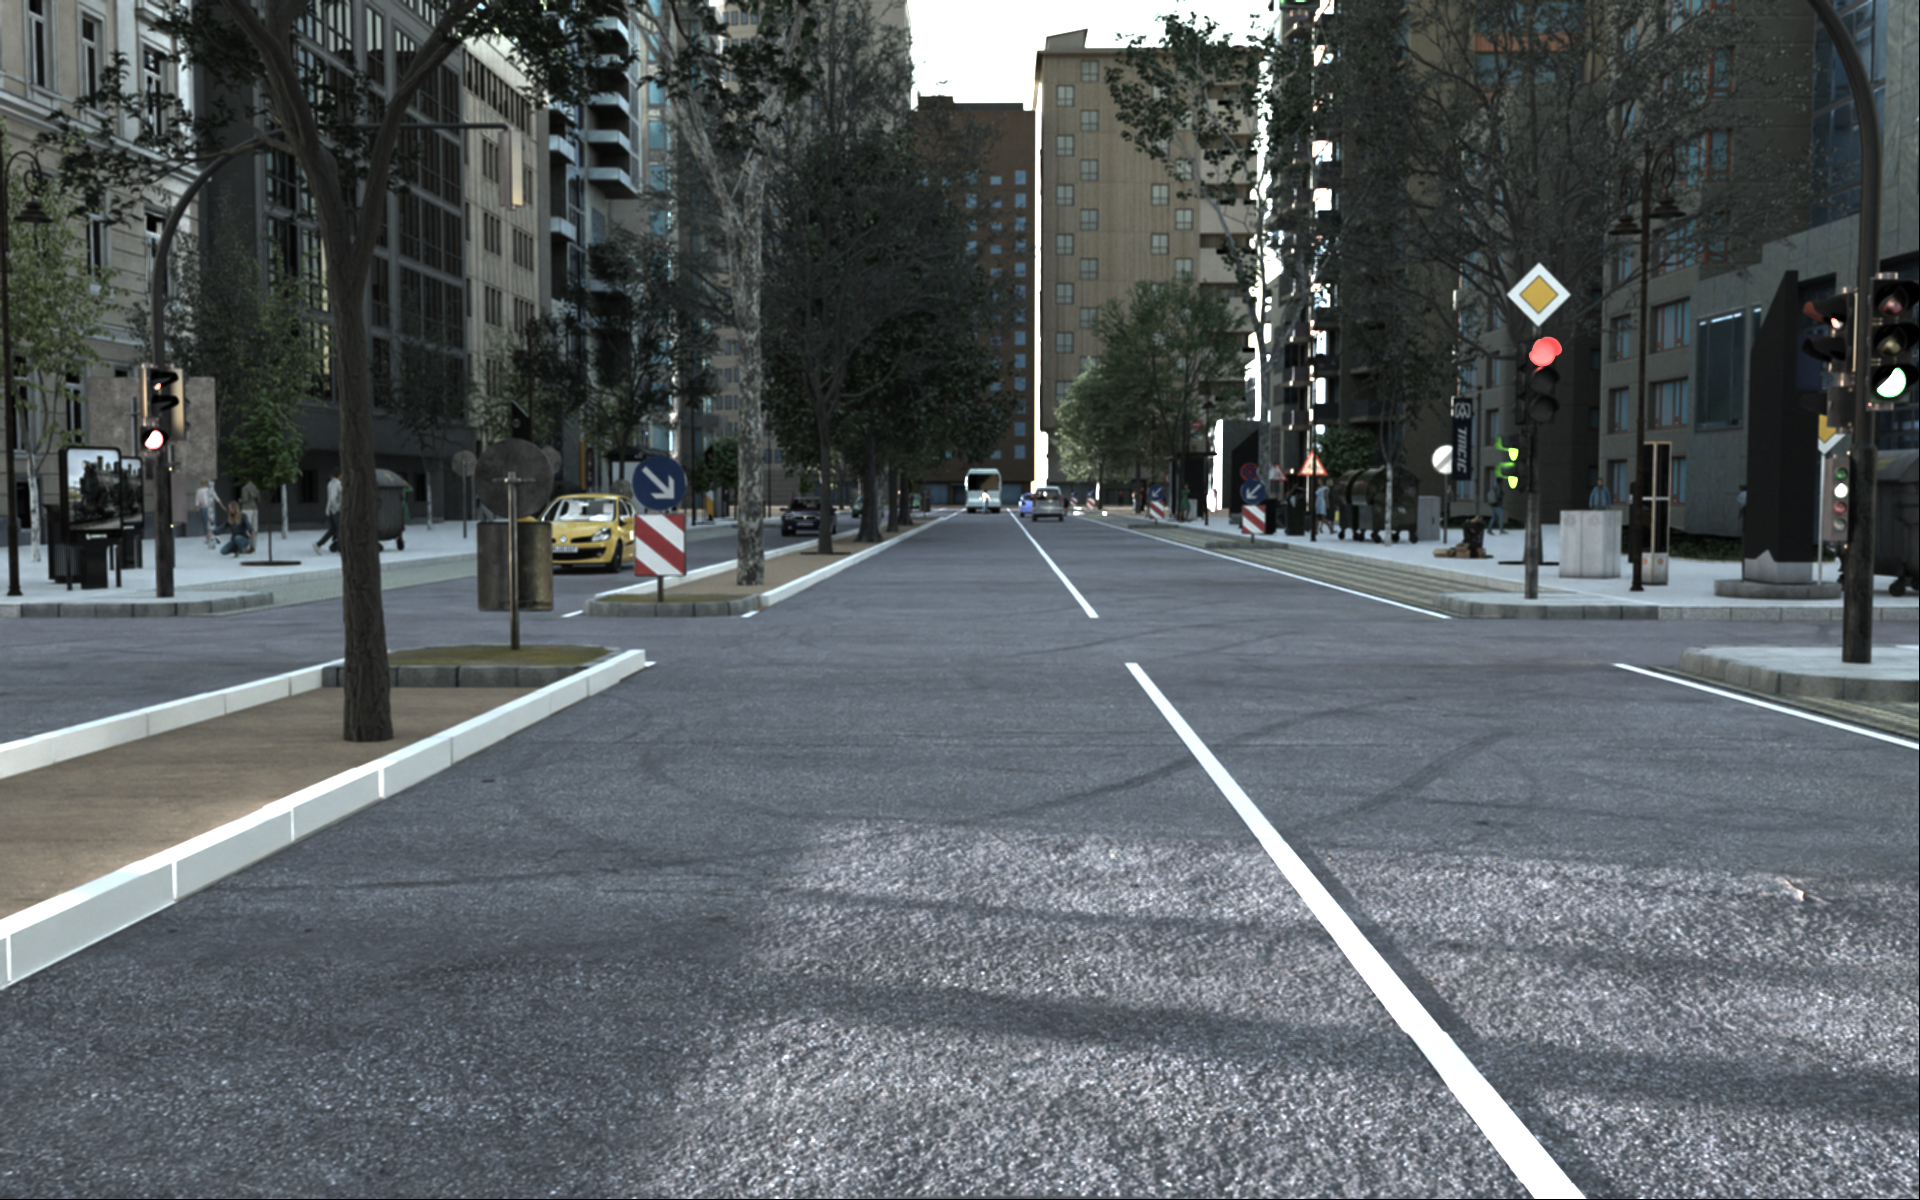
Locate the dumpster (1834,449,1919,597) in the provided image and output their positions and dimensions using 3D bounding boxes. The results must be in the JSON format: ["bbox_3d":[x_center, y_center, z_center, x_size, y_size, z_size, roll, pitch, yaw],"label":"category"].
[{"bbox_3d":[12.214,-1.008,22.234,1.264,1.857,1.865,0,4,1],"label":"dumpster"}]

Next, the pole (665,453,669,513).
[{"bbox_3d":[-14.479,-5.607,85.518,0.158,3.312,0.155,0,3,0],"label":"pole"}]

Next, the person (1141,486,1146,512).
[{"bbox_3d":[12.908,-7.109,122.244,0.705,1.831,1.348,3,4,38],"label":"person"}]

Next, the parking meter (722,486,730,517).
[{"bbox_3d":[-13.113,-5.577,96.900,0.399,1.863,0.255,-2,4,-32],"label":"parking meter"}]

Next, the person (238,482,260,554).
[{"bbox_3d":[-15.319,-1.875,37.255,0.362,1.759,0.519,1,4,17],"label":"person"}]

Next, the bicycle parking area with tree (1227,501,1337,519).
[{"bbox_3d":[17.848,-6.337,90.606,8.231,4.147,9.016,1,4,19],"label":"bicycle parking area with tree"}]

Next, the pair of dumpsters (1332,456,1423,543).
[{"bbox_3d":[11.288,-2.716,46.905,1.574,2.255,4.437,0,4,1],"label":"pair of dumpsters"}]

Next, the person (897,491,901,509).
[{"bbox_3d":[-5.812,-9.593,165.905,0.990,1.755,0.434,-1,4,-17],"label":"person"}]

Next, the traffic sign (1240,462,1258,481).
[{"bbox_3d":[11.615,-4.239,69.413,0.768,2.556,0.104,1,4,10],"label":"traffic sign"}]

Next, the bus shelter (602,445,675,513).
[{"bbox_3d":[-13.733,-4.914,74.262,2.014,3.302,5.546,0,4,1],"label":"bus shelter"}]

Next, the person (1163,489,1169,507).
[{"bbox_3d":[20.341,-10.145,172.603,1.217,1.739,0.721,-2,4,-23],"label":"person"}]

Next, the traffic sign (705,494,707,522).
[{"bbox_3d":[-11.730,-4.887,79.907,0.884,2.594,0.081,0,4,8],"label":"traffic sign"}]

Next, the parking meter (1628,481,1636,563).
[{"bbox_3d":[12.666,-1.459,32.273,0.372,1.533,0.369,0,3,0],"label":"parking meter"}]

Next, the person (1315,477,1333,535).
[{"bbox_3d":[11.335,-2.949,54.361,0.778,1.811,0.616,-2,4,-24],"label":"person"}]

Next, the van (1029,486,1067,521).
[{"bbox_3d":[4.688,-5.213,92.242,2.013,2.044,4.112,0,4,3],"label":"van"}]

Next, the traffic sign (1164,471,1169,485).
[{"bbox_3d":[11.681,-5.874,96.140,0.768,2.556,0.104,0,4,3],"label":"traffic sign"}]

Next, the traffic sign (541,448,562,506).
[{"bbox_3d":[-11.270,-2.893,47.401,0.768,2.556,0.104,0,4,2],"label":"traffic sign"}]

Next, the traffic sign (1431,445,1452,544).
[{"bbox_3d":[12.552,-2.730,44.737,0.768,2.556,0.104,0,4,7],"label":"traffic sign"}]

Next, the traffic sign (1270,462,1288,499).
[{"bbox_3d":[12.849,-4.295,70.219,0.884,2.594,0.081,1,4,10],"label":"traffic sign"}]

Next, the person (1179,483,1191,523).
[{"bbox_3d":[10.094,-4.375,77.816,0.529,1.795,0.600,1,4,10],"label":"person"}]

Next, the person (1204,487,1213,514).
[{"bbox_3d":[15.897,-6.486,112.770,1.217,1.739,0.721,2,4,29],"label":"person"}]

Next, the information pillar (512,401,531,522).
[{"bbox_3d":[-11.023,-3.188,43.486,0.504,3.616,0.183,2,4,24],"label":"information pillar"}]

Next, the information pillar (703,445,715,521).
[{"bbox_3d":[-11.882,-5.536,81.867,0.504,3.616,0.183,-2,4,-34],"label":"information pillar"}]

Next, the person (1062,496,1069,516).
[{"bbox_3d":[6.830,-6.257,114.037,0.697,1.427,0.421,1,4,12],"label":"person"}]

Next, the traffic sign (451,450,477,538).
[{"bbox_3d":[-14.351,-3.060,50.144,0.768,2.556,0.104,0,4,4],"label":"traffic sign"}]

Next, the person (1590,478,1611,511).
[{"bbox_3d":[19.796,-2.886,53.566,0.601,1.785,0.444,2,4,28],"label":"person"}]

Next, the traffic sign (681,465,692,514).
[{"bbox_3d":[-12.138,-4.673,76.512,0.768,2.556,0.104,1,4,10],"label":"traffic sign"}]

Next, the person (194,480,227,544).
[{"bbox_3d":[-19.335,-2.328,44.786,0.598,1.740,0.731,3,5,44],"label":"person"}]

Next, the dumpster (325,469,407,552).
[{"bbox_3d":[-13.273,-2.017,38.732,1.264,1.857,1.865,0,4,1],"label":"dumpster"}]

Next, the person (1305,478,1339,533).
[{"bbox_3d":[11.943,-3.118,57.246,0.699,1.804,1.509,-2,4,-29],"label":"person"}]

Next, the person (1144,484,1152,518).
[{"bbox_3d":[10.251,-5.344,93.438,0.654,1.822,0.581,1,4,19],"label":"person"}]

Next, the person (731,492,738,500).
[{"bbox_3d":[-15.234,-7.009,120.601,1.348,1.831,0.705,0,4,-4],"label":"person"}]

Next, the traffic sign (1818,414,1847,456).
[{"bbox_3d":[11.675,-1.447,23.391,0.795,2.593,0.064,0,4,5],"label":"traffic sign"}]

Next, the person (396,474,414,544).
[{"bbox_3d":[-14.539,-2.365,44.962,0.600,1.795,0.529,1,4,12],"label":"person"}]

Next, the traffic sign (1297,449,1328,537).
[{"bbox_3d":[10.191,-3.064,50.097,0.884,2.594,0.081,0,4,8],"label":"traffic sign"}]

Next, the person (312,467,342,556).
[{"bbox_3d":[-13.072,-1.844,36.035,0.795,1.843,0.661,-1,4,-20],"label":"person"}]

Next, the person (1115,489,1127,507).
[{"bbox_3d":[15.859,-10.020,170.558,1.217,1.739,0.721,0,4,8],"label":"person"}]

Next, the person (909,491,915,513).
[{"bbox_3d":[-3.589,-7.315,129.568,0.415,1.643,0.593,-1,4,-15],"label":"person"}]

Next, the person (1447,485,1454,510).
[{"bbox_3d":[26.525,-5.359,94.065,0.834,1.777,0.661,-1,4,-11],"label":"person"}]

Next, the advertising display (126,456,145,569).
[{"bbox_3d":[-14.262,-1.490,29.572,0.123,1.923,0.974,0,4,6],"label":"advertising display"}]

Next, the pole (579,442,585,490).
[{"bbox_3d":[-14.692,-4.499,67.410,0.158,3.312,0.155,0,3,0],"label":"pole"}]

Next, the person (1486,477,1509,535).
[{"bbox_3d":[16.727,-2.924,53.831,0.713,1.824,0.794,1,4,21],"label":"person"}]

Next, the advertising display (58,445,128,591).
[{"bbox_3d":[-11.728,-1.113,23.411,0.123,1.923,0.974,1,4,18],"label":"advertising display"}]

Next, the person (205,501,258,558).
[{"bbox_3d":[-14.541,-1.427,34.875,1.012,1.151,0.738,1,4,10],"label":"person"}]

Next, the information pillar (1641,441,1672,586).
[{"bbox_3d":[9.770,-1.217,24.385,0.304,2.012,0.304,-1,4,-23],"label":"information pillar"}]

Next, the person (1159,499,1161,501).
[{"bbox_3d":[18.302,-9.296,158.739,0.721,1.736,1.217,1,4,10],"label":"person"}]

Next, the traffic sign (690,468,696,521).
[{"bbox_3d":[-12.712,-5.081,83.175,0.768,2.556,0.104,0,4,2],"label":"traffic sign"}]

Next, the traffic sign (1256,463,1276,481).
[{"bbox_3d":[12.164,-4.207,68.890,0.768,2.556,0.104,1,4,9],"label":"traffic sign"}]

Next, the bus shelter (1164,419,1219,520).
[{"bbox_3d":[11.941,-6.911,90.626,2.179,5.291,8.768,0,4,1],"label":"bus shelter"}]

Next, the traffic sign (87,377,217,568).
[{"bbox_3d":[-14.036,-2.217,30.114,2.265,3.308,0.079,0,4,3],"label":"traffic sign"}]

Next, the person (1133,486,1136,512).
[{"bbox_3d":[12.258,-7.011,120.689,0.705,1.822,1.348,-1,4,-12],"label":"person"}]

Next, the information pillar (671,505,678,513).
[{"bbox_3d":[-14.225,-5.001,86.256,0.304,2.012,0.304,0,4,-4],"label":"information pillar"}]

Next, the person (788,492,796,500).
[{"bbox_3d":[-14.406,-8.548,149.031,0.599,1.433,0.991,3,4,37],"label":"person"}]

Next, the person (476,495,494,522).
[{"bbox_3d":[-12.974,-2.513,47.309,0.511,1.800,0.466,1,4,10],"label":"person"}]

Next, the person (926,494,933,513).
[{"bbox_3d":[-2.499,-7.714,134.608,0.705,1.826,1.348,3,5,42],"label":"person"}]

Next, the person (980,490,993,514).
[{"bbox_3d":[1.879,-6.975,123.246,1.217,1.736,0.721,3,5,45],"label":"person"}]

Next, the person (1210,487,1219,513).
[{"bbox_3d":[17.411,-6.823,118.274,0.551,1.740,0.621,-2,4,-32],"label":"person"}]
